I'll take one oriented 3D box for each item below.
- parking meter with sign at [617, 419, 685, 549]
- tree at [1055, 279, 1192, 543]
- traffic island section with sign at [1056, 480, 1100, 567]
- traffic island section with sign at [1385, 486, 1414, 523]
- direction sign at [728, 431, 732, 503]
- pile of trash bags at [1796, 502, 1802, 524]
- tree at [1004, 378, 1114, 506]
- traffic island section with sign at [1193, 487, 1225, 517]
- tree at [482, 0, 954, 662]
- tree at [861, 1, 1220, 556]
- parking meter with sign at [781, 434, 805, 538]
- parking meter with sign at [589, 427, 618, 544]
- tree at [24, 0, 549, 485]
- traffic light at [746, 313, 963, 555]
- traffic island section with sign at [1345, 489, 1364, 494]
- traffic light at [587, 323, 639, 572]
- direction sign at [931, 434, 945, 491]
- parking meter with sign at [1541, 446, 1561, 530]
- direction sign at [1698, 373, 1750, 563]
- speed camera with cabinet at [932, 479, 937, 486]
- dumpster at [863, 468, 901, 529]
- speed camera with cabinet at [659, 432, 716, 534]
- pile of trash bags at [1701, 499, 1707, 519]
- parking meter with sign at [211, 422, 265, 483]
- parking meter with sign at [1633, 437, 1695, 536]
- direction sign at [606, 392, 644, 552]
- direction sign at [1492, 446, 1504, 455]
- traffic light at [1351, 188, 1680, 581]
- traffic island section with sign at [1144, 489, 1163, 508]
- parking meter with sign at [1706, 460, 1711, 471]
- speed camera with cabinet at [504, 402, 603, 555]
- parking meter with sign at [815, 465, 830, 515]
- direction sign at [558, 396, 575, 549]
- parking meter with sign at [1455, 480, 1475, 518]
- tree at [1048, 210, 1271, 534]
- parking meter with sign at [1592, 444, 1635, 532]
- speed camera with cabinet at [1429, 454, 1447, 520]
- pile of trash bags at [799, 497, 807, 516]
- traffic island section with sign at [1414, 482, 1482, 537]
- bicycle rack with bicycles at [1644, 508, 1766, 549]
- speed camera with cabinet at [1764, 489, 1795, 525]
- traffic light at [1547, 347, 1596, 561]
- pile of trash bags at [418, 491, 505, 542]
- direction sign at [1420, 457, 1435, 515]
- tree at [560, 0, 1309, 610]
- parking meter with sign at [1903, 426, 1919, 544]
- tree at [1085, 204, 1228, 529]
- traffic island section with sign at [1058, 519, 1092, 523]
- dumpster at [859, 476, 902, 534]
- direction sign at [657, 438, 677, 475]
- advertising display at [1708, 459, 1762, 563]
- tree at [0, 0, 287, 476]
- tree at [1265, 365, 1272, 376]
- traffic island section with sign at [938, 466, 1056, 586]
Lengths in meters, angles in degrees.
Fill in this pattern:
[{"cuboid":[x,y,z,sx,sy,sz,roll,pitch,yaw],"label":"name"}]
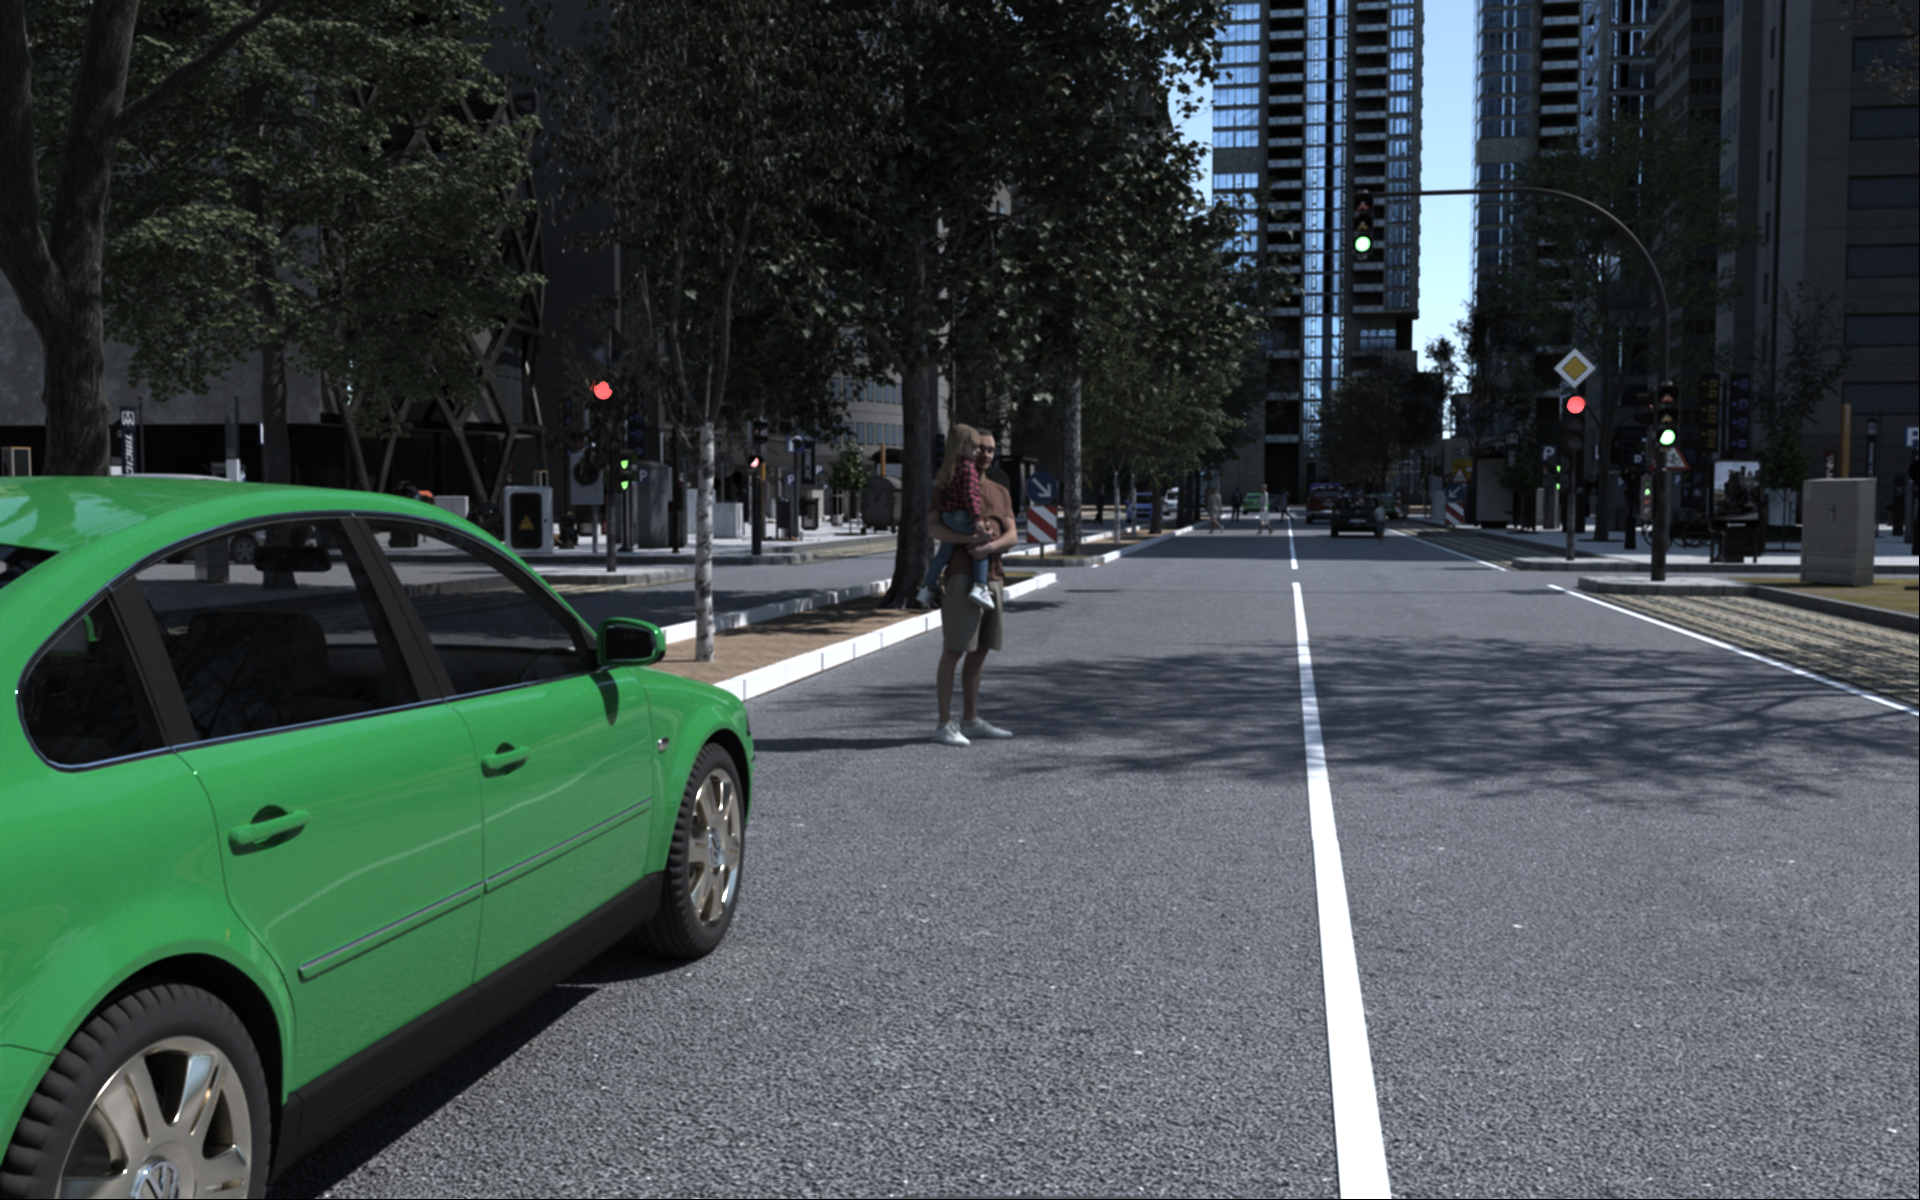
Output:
[{"cuboid":[-7.218,-2.726,40.831,0.543,3.016,1.738,2,4,30],"label":"parking meter with sign"},{"cuboid":[5.670,-6.315,56.073,4.737,8.622,4.395,0,3,0],"label":"tree"},{"cuboid":[1.747,-1.643,34.994,2.006,1.907,1.989,1,4,11],"label":"traffic island section with sign"},{"cuboid":[21.651,-4.710,85.637,1.989,1.847,2.006,1,4,11],"label":"traffic island section with sign"},{"cuboid":[-8.050,-4.206,60.757,0.379,3.537,0.876,0,4,0],"label":"direction sign"},{"cuboid":[35.468,-3.898,73.492,1.912,1.369,3.447,3,5,44],"label":"pile of trash bags"},{"cuboid":[6.018,-10.303,102.866,7.601,10.594,8.767,1,4,13],"label":"tree"},{"cuboid":[15.649,-6.159,108.840,2.006,1.907,1.989,1,4,11],"label":"traffic island section with sign"},{"cuboid":[-2.149,-3.788,14.751,4.360,8.622,3.978,0,3,0],"label":"tree"},{"cuboid":[1.518,-11.102,39.856,12.611,20.169,13.585,0,3,0],"label":"tree"},{"cuboid":[-4.985,-3.347,50.976,0.543,3.016,1.738,-1,4,-15],"label":"parking meter with sign"},{"cuboid":[-8.690,-2.962,44.691,1.738,3.016,0.543,1,4,19],"label":"parking meter with sign"},{"cuboid":[-9.655,-6.419,23.081,7.486,12.596,7.792,0,3,0],"label":"tree"},{"cuboid":[-2.191,-3.750,35.984,4.771,5.953,1.251,1,4,11],"label":"traffic light"},{"cuboid":[30.663,-7.634,133.450,1.989,1.847,2.006,1,4,11],"label":"traffic island section with sign"},{"cuboid":[-5.742,-2.420,28.489,0.839,4.253,0.868,1,4,11],"label":"traffic light"},{"cuboid":[-0.998,-4.521,65.917,0.876,3.537,0.379,1,4,19],"label":"direction sign"},{"cuboid":[21.629,-4.101,63.305,0.543,3.016,1.738,2,4,27],"label":"parking meter with sign"},{"cuboid":[14.315,-2.478,32.510,0.876,3.537,0.379,1,4,10],"label":"direction sign"},{"cuboid":[-0.650,-6.926,107.576,2.038,3.252,0.660,2,4,24],"label":"speed camera with cabinet"},{"cuboid":[-2.818,-3.816,64.889,1.502,2.255,1.985,1,4,11],"label":"dumpster"},{"cuboid":[-8.911,-3.757,55.760,2.038,3.252,0.660,-1,4,-10],"label":"speed camera with cabinet"},{"cuboid":[35.451,-4.326,80.483,3.447,1.369,1.912,-3,5,-42],"label":"pile of trash bags"},{"cuboid":[-17.741,-2.799,42.030,1.738,3.016,0.543,0,4,-2],"label":"parking meter with sign"},{"cuboid":[21.491,-3.446,52.597,0.543,3.016,1.738,-2,4,-33],"label":"parking meter with sign"},{"cuboid":[-7.463,-2.843,38.481,0.876,3.537,0.379,-1,4,-13],"label":"direction sign"},{"cuboid":[25.259,-5.473,81.486,0.876,3.537,0.379,-2,4,-31],"label":"direction sign"},{"cuboid":[8.219,-3.124,25.742,4.771,5.953,1.251,1,4,11],"label":"traffic light"},{"cuboid":[14.867,-7.816,136.424,1.989,1.847,2.006,1,4,11],"label":"traffic island section with sign"},{"cuboid":[37.652,-5.675,89.042,0.543,3.016,1.738,-3,5,-42],"label":"parking meter with sign"},{"cuboid":[-8.633,-2.598,36.813,2.038,3.252,0.660,-1,4,-10],"label":"speed camera with cabinet"},{"cuboid":[-8.251,-6.634,104.720,0.543,3.016,1.738,-2,4,-25],"label":"parking meter with sign"},{"cuboid":[-9.224,-2.967,40.507,0.379,3.537,0.876,-2,4,-31],"label":"direction sign"},{"cuboid":[27.035,-5.868,92.196,1.738,3.016,0.543,-3,4,-37],"label":"parking meter with sign"},{"cuboid":[6.982,-8.650,62.015,7.486,12.596,7.792,0,3,0],"label":"tree"},{"cuboid":[22.617,-3.890,59.858,0.543,3.016,1.738,-1,4,-17],"label":"parking meter with sign"},{"cuboid":[23.596,-5.575,85.491,0.660,3.252,2.038,0,4,7],"label":"speed camera with cabinet"},{"cuboid":[-10.422,-5.630,101.797,3.447,1.369,1.912,0,4,-1],"label":"pile of trash bags"},{"cuboid":[16.610,-3.070,58.829,1.989,1.847,2.006,1,4,11],"label":"traffic island section with sign"},{"cuboid":[18.053,-1.736,41.763,2.925,0.926,2.852,1,4,14],"label":"bicycle rack with bicycles"},{"cuboid":[25.121,-3.592,53.061,0.660,3.252,2.038,1,4,16],"label":"speed camera with cabinet"},{"cuboid":[11.770,-2.717,33.343,0.839,4.253,0.868,1,4,11],"label":"traffic light"},{"cuboid":[-13.093,-2.273,46.921,3.447,1.369,1.912,-2,4,-25],"label":"pile of trash bags"},{"cuboid":[28.557,-6.961,105.807,0.876,3.537,0.379,0,4,1],"label":"direction sign"},{"cuboid":[-0.534,-6.242,21.520,9.611,12.733,9.660,0,3,0],"label":"tree"},{"cuboid":[24.918,-2.985,45.070,0.543,3.016,1.738,2,4,35],"label":"parking meter with sign"},{"cuboid":[9.176,-9.709,71.576,12.009,13.543,11.850,0,3,0],"label":"tree"},{"cuboid":[5.634,-4.823,87.480,1.989,1.847,2.006,1,4,11],"label":"traffic island section with sign"},{"cuboid":[-2.504,-3.093,56.335,1.264,1.857,1.865,1,4,11],"label":"dumpster"},{"cuboid":[-11.781,-4.756,69.759,0.876,3.537,0.379,1,4,20],"label":"direction sign"},{"cuboid":[14.358,-1.645,32.103,0.974,1.923,0.123,0,4,-6],"label":"advertising display"},{"cuboid":[-3.716,-4.815,6.940,9.928,11.665,9.643,0,3,0],"label":"tree"},{"cuboid":[12.720,-10.014,91.933,9.928,11.665,9.643,0,3,0],"label":"tree"},{"cuboid":[0.366,-1.198,27.716,2.006,1.907,1.989,1,4,11],"label":"traffic island section with sign"}]
